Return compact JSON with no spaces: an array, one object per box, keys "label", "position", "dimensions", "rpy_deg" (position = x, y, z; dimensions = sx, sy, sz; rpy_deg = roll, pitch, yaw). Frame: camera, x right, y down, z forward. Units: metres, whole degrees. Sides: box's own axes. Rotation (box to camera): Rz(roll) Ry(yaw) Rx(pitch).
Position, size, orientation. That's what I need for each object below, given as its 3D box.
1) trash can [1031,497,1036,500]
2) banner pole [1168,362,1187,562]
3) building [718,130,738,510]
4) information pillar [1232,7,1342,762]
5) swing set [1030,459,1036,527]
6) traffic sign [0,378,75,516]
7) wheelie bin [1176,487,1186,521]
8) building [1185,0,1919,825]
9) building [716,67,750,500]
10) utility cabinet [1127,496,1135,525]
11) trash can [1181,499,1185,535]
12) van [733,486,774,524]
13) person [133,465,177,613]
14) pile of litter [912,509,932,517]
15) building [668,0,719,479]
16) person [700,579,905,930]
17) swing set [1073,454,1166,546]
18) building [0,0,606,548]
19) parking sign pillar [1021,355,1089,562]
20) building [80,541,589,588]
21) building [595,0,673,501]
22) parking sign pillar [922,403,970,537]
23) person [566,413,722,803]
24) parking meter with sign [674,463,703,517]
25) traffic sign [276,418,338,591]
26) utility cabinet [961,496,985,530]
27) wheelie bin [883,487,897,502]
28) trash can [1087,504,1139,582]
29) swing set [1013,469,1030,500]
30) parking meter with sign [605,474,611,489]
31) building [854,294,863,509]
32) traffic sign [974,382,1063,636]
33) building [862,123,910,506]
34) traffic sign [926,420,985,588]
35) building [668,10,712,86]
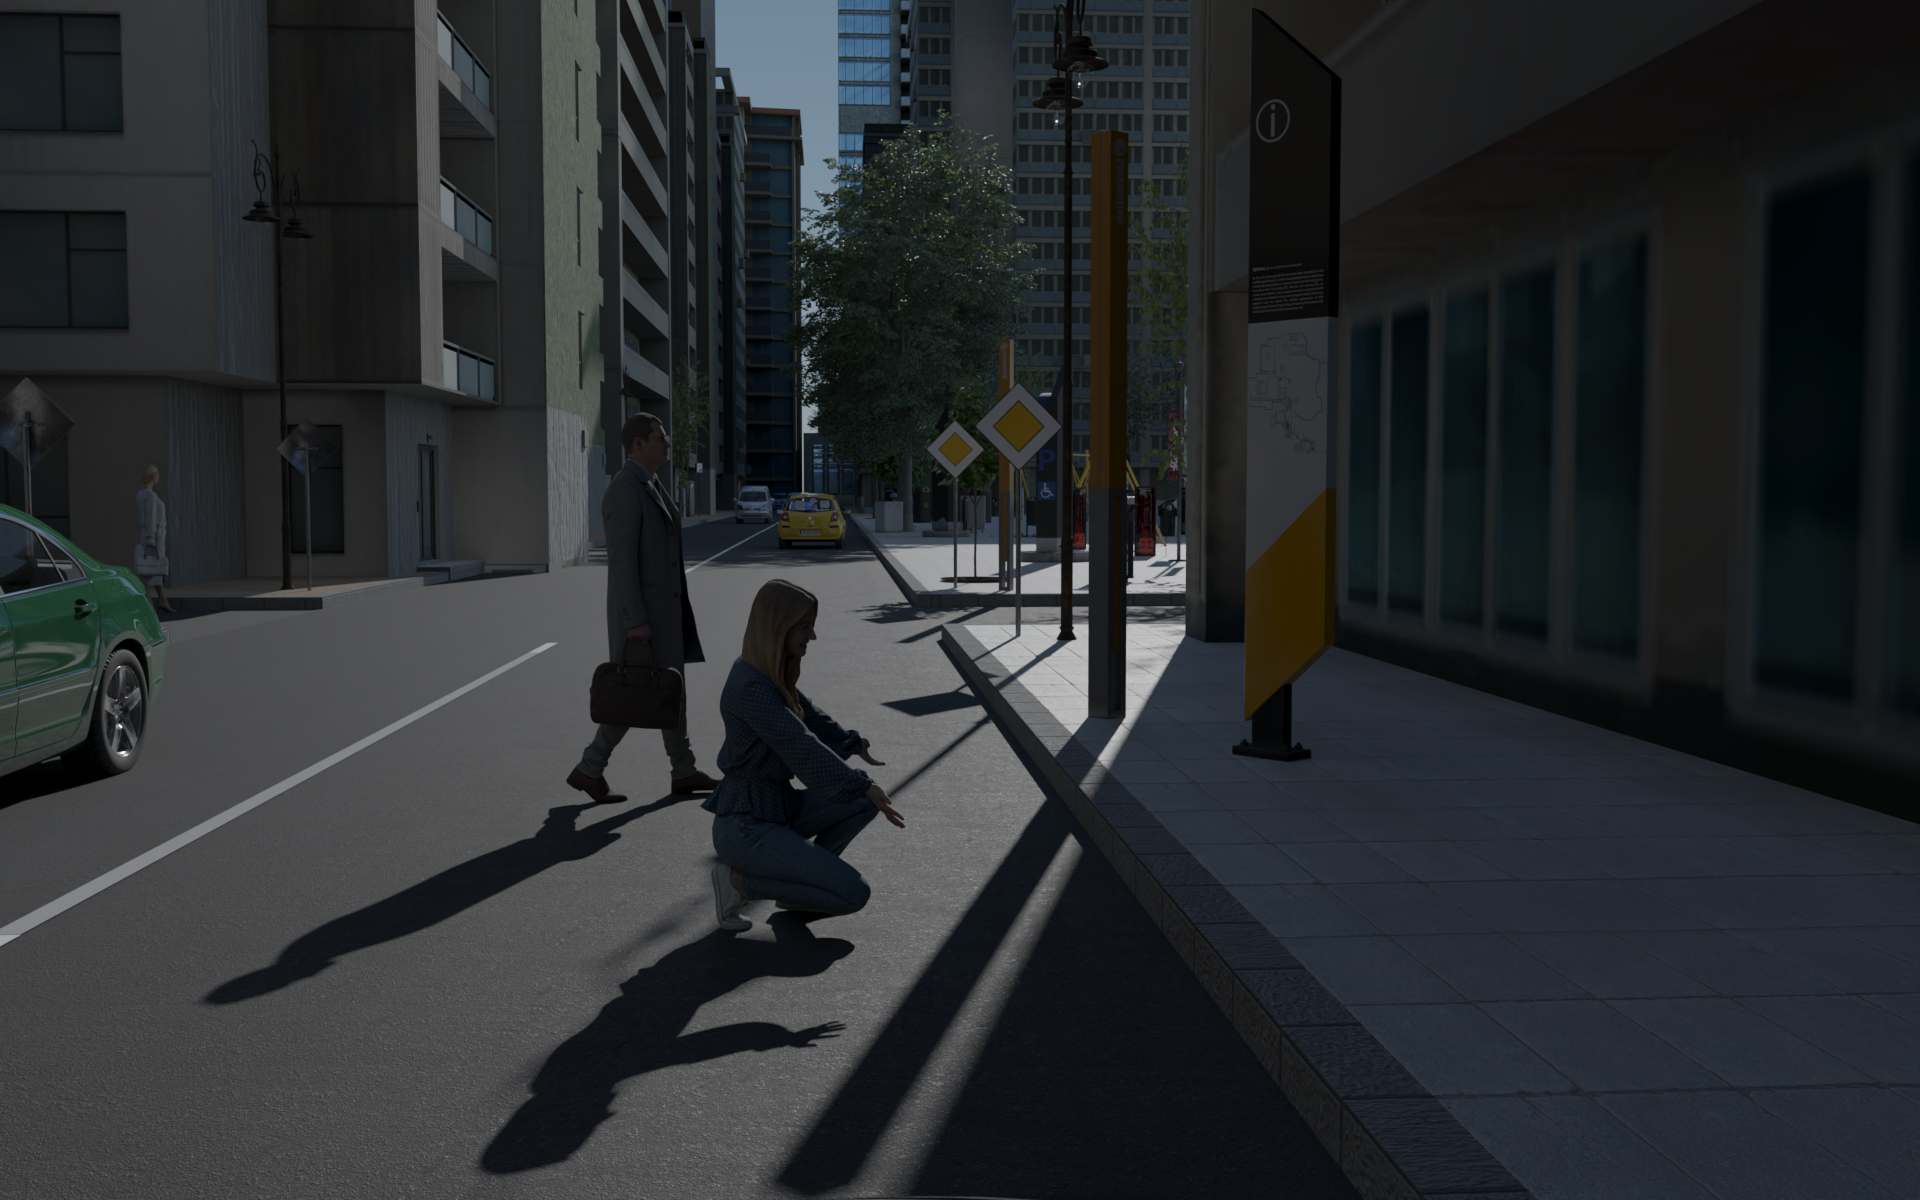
[{"label":"trash can","position":[4.131,-5.256,97.589],"dimensions":[0.748,1.137,0.748],"rpy_deg":[0,3,0]},{"label":"banner pole","position":[4.303,-2.636,33.118],"dimensions":[0.401,3.779,0.863],"rpy_deg":[2,4,34]},{"label":"building","position":[-24.578,-22.063,132.434],"dimensions":[14.160,30.474,14.107],"rpy_deg":[0,4,-4]},{"label":"information pillar","position":[1.578,-1.036,8.297],"dimensions":[0.183,3.616,0.504],"rpy_deg":[-3,5,-42]},{"label":"swing set","position":[4.898,-4.342,68.608],"dimensions":[2.862,2.851,3.119],"rpy_deg":[2,4,31]},{"label":"traffic sign","position":[-8.050,-0.693,14.979],"dimensions":[0.795,2.450,0.064],"rpy_deg":[0,4,-4]},{"label":"wheelie bin","position":[10.172,-4.271,77.734],"dimensions":[0.980,1.594,0.693],"rpy_deg":[1,4,9]},{"label":"building","position":[13.444,-23.298,4.625],"dimensions":[21.300,48.544,21.600],"rpy_deg":[0,4,-4]},{"label":"building","position":[-31.261,-28.364,155.632],"dimensions":[23.993,40.220,32.217],"rpy_deg":[0,4,-4]},{"label":"utility cabinet","position":[4.352,-2.149,46.296],"dimensions":[1.020,1.237,0.306],"rpy_deg":[-2,4,-24]},{"label":"trash can","position":[7.204,-2.630,54.648],"dimensions":[0.748,1.137,0.748],"rpy_deg":[0,3,0]},{"label":"van","position":[-10.148,-4.791,85.338],"dimensions":[2.013,2.044,4.112],"rpy_deg":[0,4,-4]},{"label":"person","position":[-9.698,-0.723,20.672],"dimensions":[0.624,1.780,0.694],"rpy_deg":[-2,4,-29]},{"label":"pile of litter","position":[-1.845,-5.166,98.429],"dimensions":[1.719,0.858,1.176],"rpy_deg":[3,4,36]},{"label":"building","position":[-23.961,-28.603,117.776],"dimensions":[14.600,45.320,14.200],"rpy_deg":[0,4,-4]},{"label":"person","position":[-0.478,0.497,5.880],"dimensions":[0.738,1.151,1.012],"rpy_deg":[0,4,7]},{"label":"swing set","position":[3.714,-2.821,43.751],"dimensions":[2.862,2.851,3.119],"rpy_deg":[0,4,3]},{"label":"building","position":[-18.442,-22.402,49.870],"dimensions":[14.154,41.232,14.086],"rpy_deg":[0,4,-4]},{"label":"parking sign pillar","position":[1.810,-2.727,33.064],"dimensions":[1.447,3.967,1.447],"rpy_deg":[1,4,17]},{"label":"building","position":[-14.354,-21.069,28.067],"dimensions":[14.154,41.232,14.086],"rpy_deg":[0,4,-4]},{"label":"building","position":[-24.405,-27.607,75.073],"dimensions":[21.300,48.544,21.600],"rpy_deg":[0,4,-4]},{"label":"parking sign pillar","position":[-0.414,-3.870,51.749],"dimensions":[1.447,3.967,1.447],"rpy_deg":[-1,4,-23]},{"label":"person","position":[-1.452,0.029,8.131],"dimensions":[0.767,1.812,0.694],"rpy_deg":[0,4,-1]},{"label":"parking meter with sign","position":[-15.310,-6.183,97.360],"dimensions":[1.738,3.016,0.543],"rpy_deg":[2,4,32]},{"label":"traffic sign","position":[-8.638,-1.180,22.942],"dimensions":[0.795,2.450,0.064],"rpy_deg":[0,4,-4]},{"label":"utility cabinet","position":[0.392,-3.118,62.144],"dimensions":[1.020,1.237,0.306],"rpy_deg":[0,4,7]},{"label":"wheelie bin","position":[-3.153,-4.451,80.678],"dimensions":[0.980,1.594,0.693],"rpy_deg":[3,5,43]},{"label":"trash can","position":[2.227,-0.829,25.206],"dimensions":[0.748,1.137,0.748],"rpy_deg":[0,3,0]},{"label":"swing set","position":[3.633,-4.916,77.999],"dimensions":[3.119,2.851,2.862],"rpy_deg":[3,4,37]},{"label":"parking meter with sign","position":[-13.192,-4.137,63.907],"dimensions":[0.543,3.016,1.738],"rpy_deg":[1,4,19]},{"label":"building","position":[4.135,-19.312,160.793],"dimensions":[27.650,21.520,28.899],"rpy_deg":[0,4,-4]},{"label":"traffic sign","position":[0.523,-0.731,15.589],"dimensions":[0.795,2.450,0.064],"rpy_deg":[0,4,-4]},{"label":"building","position":[-0.783,-22.443,138.636],"dimensions":[14.160,30.474,14.107],"rpy_deg":[0,4,-4]},{"label":"traffic sign","position":[-0.065,-1.218,23.553],"dimensions":[0.795,2.450,0.064],"rpy_deg":[0,4,-4]},{"label":"building","position":[-22.357,-20.335,104.182],"dimensions":[14.160,30.474,14.107],"rpy_deg":[0,4,-4]}]
